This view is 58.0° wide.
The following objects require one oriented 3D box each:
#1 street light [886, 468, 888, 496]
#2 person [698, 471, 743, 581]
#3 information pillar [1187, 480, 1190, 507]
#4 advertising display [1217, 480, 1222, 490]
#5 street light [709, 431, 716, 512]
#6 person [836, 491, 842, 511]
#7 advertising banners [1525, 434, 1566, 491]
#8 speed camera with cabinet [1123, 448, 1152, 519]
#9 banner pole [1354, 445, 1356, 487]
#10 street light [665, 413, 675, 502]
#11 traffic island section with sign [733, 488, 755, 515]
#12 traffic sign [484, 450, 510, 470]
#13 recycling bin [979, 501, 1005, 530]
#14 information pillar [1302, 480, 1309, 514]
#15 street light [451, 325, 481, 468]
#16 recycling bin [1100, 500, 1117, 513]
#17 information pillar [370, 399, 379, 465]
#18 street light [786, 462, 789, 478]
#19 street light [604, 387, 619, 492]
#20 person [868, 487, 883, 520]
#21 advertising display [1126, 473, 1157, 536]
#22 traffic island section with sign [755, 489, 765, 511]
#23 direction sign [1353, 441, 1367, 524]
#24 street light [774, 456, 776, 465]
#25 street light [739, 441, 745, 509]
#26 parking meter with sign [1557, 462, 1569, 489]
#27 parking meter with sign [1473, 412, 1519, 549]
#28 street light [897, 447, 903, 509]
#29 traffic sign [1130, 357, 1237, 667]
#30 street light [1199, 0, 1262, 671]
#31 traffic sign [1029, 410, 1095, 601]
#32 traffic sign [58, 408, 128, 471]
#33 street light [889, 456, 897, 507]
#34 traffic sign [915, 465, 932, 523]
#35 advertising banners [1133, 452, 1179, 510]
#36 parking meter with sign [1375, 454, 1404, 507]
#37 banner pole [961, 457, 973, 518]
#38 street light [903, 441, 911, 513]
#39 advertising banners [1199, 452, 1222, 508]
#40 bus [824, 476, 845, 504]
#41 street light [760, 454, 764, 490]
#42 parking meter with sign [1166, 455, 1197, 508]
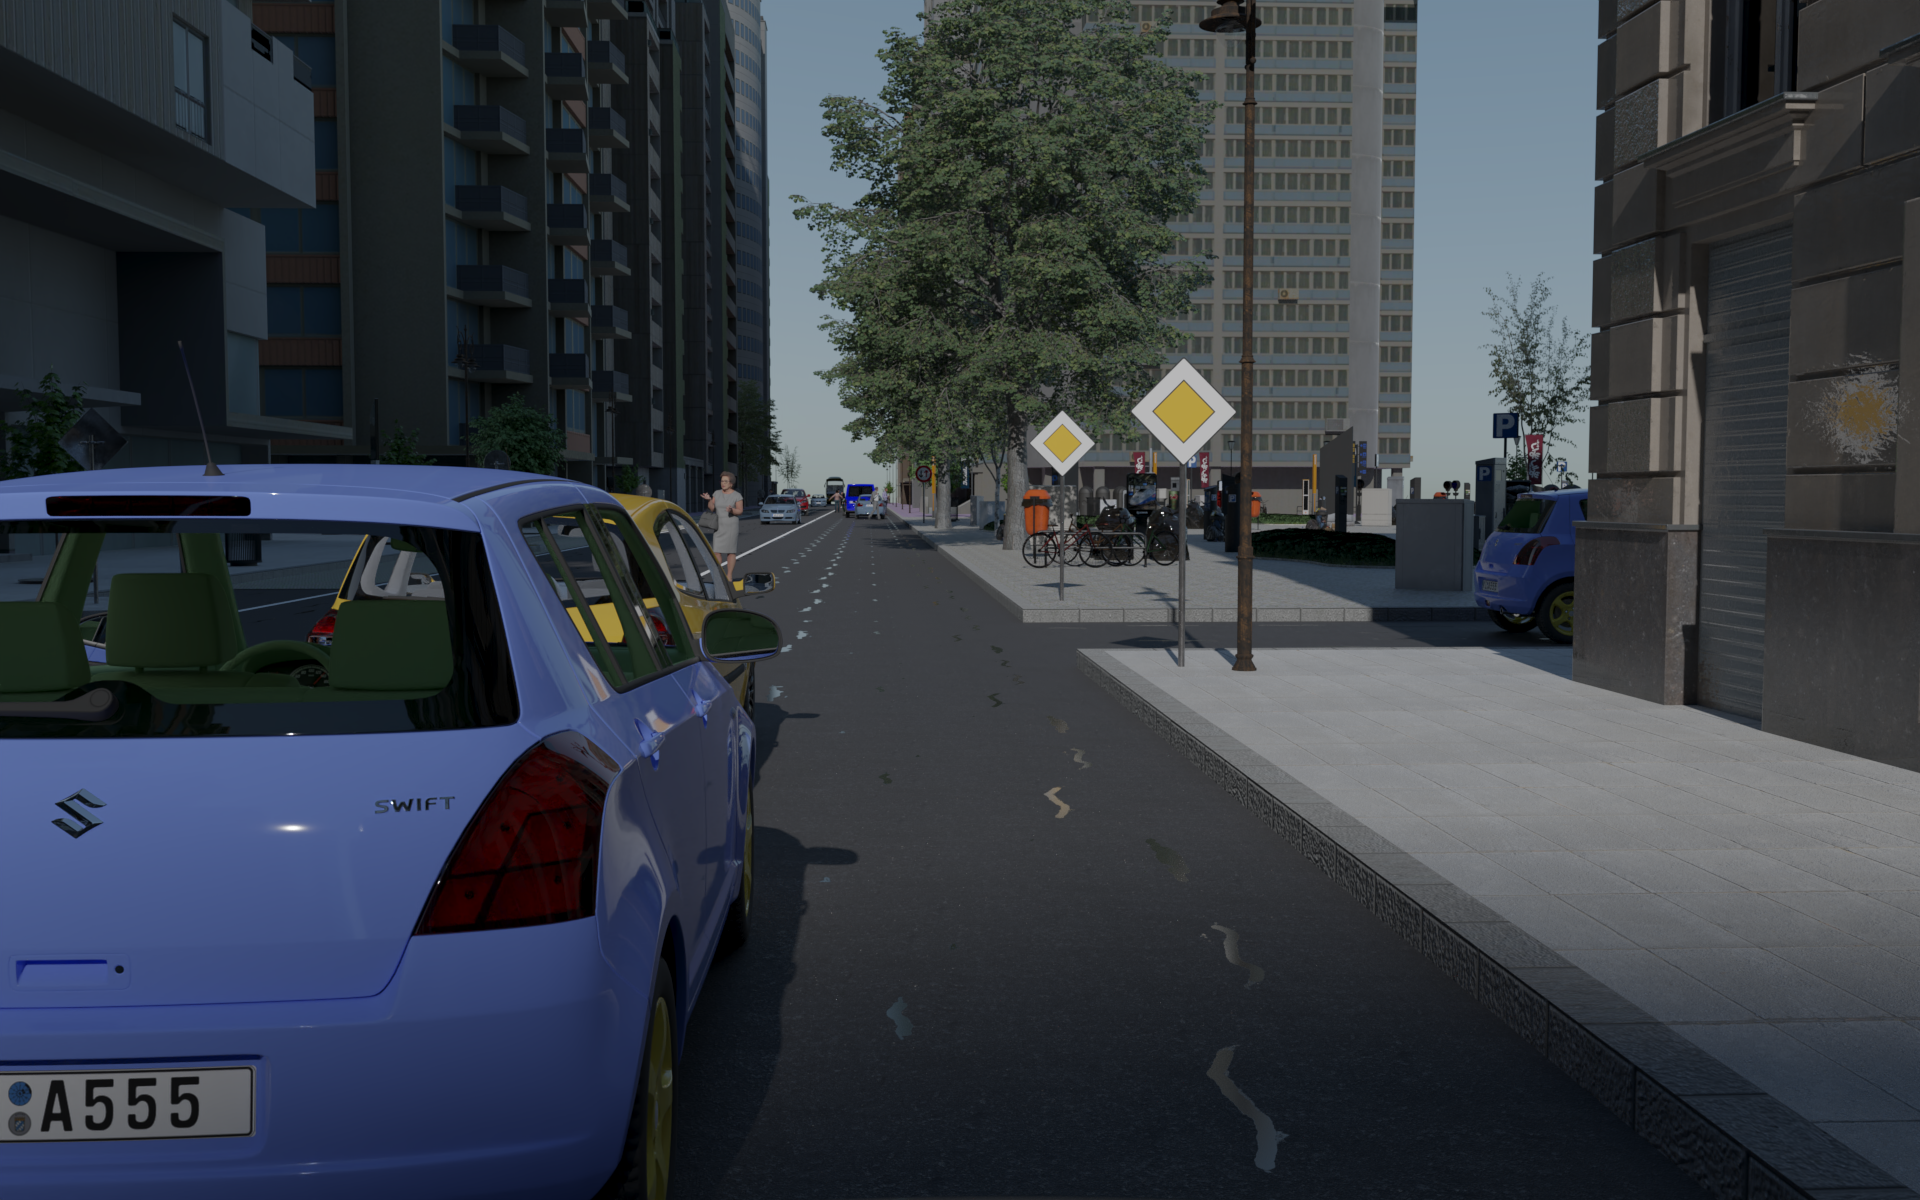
[{"bbox_3d":[-9.202,-15.564,227.261,0.468,5.910,1.993,0,4,-3],"label":"street light"},{"bbox_3d":[-3.744,-1.103,26.899,0.716,1.782,0.532,1,4,13],"label":"person"},{"bbox_3d":[11.387,-5.070,87.389,0.304,2.012,0.304,2,4,31],"label":"information pillar"},{"bbox_3d":[12.407,-4.654,81.302,0.974,1.923,0.123,-3,5,-43],"label":"advertising display"},{"bbox_3d":[-17.692,-9.267,124.310,0.468,5.910,1.993,0,4,-3],"label":"street light"},{"bbox_3d":[-10.026,-8.193,143.258,0.445,1.727,0.742,1,4,22],"label":"person"},{"bbox_3d":[17.438,-3.307,50.262,2.074,3.025,0.090,2,4,28],"label":"advertising banners"},{"bbox_3d":[7.799,-4.956,75.366,0.660,3.252,2.038,-1,4,-22],"label":"speed camera with cabinet"},{"bbox_3d":[17.399,-5.345,77.412,0.401,3.779,0.863,-3,5,-41],"label":"banner pole"},{"bbox_3d":[-16.201,-7.594,96.953,0.468,5.910,1.993,0,4,-3],"label":"street light"},{"bbox_3d":[-15.359,-6.779,119.458,1.989,1.847,2.006,0,4,-3],"label":"traffic island section with sign"},{"bbox_3d":[-13.396,-3.060,50.139,0.768,2.556,0.104,0,4,-1],"label":"traffic sign"},{"bbox_3d":[1.146,-3.003,61.648,0.722,1.027,0.722,-2,4,-24],"label":"recycling bin"},{"bbox_3d":[17.637,-5.134,88.425,0.304,2.012,0.304,0,4,4],"label":"information pillar"},{"bbox_3d":[-13.486,-4.563,47.397,0.468,5.910,1.993,0,4,-3],"label":"street light"},{"bbox_3d":[6.740,-4.042,78.643,0.722,1.027,0.722,1,4,8],"label":"recycling bin"},{"bbox_3d":[-14.417,-3.141,42.713,0.183,3.616,0.504,-2,4,-33],"label":"information pillar"},{"bbox_3d":[-23.323,-16.010,234.548,0.468,5.910,1.993,0,4,-3],"label":"street light"},{"bbox_3d":[-15.021,-6.250,74.969,0.468,5.910,1.993,0,4,-3],"label":"street light"},{"bbox_3d":[-4.637,-5.259,94.591,0.850,1.850,0.679,1,4,11],"label":"person"},{"bbox_3d":[5.567,-2.930,53.118,0.974,1.923,0.123,-1,4,-18],"label":"advertising display"},{"bbox_3d":[-16.830,-8.470,147.112,1.989,1.847,2.006,0,4,-3],"label":"traffic island section with sign"},{"bbox_3d":[16.938,-5.011,73.934,0.876,3.537,0.379,-1,4,-13],"label":"direction sign"},{"bbox_3d":[-22.002,-14.334,207.143,0.468,5.910,1.993,0,4,-3],"label":"street light"},{"bbox_3d":[-18.994,-10.933,151.543,0.468,5.910,1.993,0,4,-3],"label":"street light"},{"bbox_3d":[32.758,-5.942,93.405,0.543,3.016,1.738,3,5,41],"label":"parking meter with sign"},{"bbox_3d":[11.167,-2.464,36.543,0.543,3.016,1.738,3,5,39],"label":"parking meter with sign"},{"bbox_3d":[-4.791,-10.469,143.952,0.468,5.910,1.993,0,4,-3],"label":"street light"},{"bbox_3d":[1.643,-0.561,12.811,0.795,2.450,0.064,0,4,-3],"label":"traffic sign"},{"bbox_3d":[2.070,-2.425,12.433,0.468,5.910,1.993,0,4,-3],"label":"street light"},{"bbox_3d":[1.222,-1.049,20.786,0.795,2.450,0.064,0,4,-3],"label":"traffic sign"},{"bbox_3d":[-10.107,-1.013,20.211,0.795,2.450,0.064,0,4,-3],"label":"traffic sign"},{"bbox_3d":[-7.728,-13.884,199.783,0.468,5.910,1.993,0,4,-3],"label":"street light"},{"bbox_3d":[-1.589,-4.651,76.147,0.768,2.556,0.104,0,4,5],"label":"traffic sign"},{"bbox_3d":[8.118,-4.597,71.355,2.074,3.025,0.090,1,4,22],"label":"advertising banners"},{"bbox_3d":[18.858,-4.814,74.973,1.738,3.016,0.543,1,4,22],"label":"parking meter with sign"},{"bbox_3d":[0.421,-6.306,93.127,0.863,3.779,0.401,1,4,15],"label":"banner pole"},{"bbox_3d":[-3.372,-8.775,116.253,0.468,5.910,1.993,0,4,-3],"label":"street light"},{"bbox_3d":[10.717,-4.615,71.641,2.074,3.025,0.090,3,5,45],"label":"advertising banners"},{"bbox_3d":[-17.734,-15.542,245.653,2.896,3.916,12.252,0,4,-4],"label":"bus"},{"bbox_3d":[-20.538,-12.675,180.028,0.468,5.910,1.993,0,4,-3],"label":"street light"},{"bbox_3d":[9.948,-5.038,78.639,0.543,3.016,1.738,-2,4,-34],"label":"parking meter with sign"}]
